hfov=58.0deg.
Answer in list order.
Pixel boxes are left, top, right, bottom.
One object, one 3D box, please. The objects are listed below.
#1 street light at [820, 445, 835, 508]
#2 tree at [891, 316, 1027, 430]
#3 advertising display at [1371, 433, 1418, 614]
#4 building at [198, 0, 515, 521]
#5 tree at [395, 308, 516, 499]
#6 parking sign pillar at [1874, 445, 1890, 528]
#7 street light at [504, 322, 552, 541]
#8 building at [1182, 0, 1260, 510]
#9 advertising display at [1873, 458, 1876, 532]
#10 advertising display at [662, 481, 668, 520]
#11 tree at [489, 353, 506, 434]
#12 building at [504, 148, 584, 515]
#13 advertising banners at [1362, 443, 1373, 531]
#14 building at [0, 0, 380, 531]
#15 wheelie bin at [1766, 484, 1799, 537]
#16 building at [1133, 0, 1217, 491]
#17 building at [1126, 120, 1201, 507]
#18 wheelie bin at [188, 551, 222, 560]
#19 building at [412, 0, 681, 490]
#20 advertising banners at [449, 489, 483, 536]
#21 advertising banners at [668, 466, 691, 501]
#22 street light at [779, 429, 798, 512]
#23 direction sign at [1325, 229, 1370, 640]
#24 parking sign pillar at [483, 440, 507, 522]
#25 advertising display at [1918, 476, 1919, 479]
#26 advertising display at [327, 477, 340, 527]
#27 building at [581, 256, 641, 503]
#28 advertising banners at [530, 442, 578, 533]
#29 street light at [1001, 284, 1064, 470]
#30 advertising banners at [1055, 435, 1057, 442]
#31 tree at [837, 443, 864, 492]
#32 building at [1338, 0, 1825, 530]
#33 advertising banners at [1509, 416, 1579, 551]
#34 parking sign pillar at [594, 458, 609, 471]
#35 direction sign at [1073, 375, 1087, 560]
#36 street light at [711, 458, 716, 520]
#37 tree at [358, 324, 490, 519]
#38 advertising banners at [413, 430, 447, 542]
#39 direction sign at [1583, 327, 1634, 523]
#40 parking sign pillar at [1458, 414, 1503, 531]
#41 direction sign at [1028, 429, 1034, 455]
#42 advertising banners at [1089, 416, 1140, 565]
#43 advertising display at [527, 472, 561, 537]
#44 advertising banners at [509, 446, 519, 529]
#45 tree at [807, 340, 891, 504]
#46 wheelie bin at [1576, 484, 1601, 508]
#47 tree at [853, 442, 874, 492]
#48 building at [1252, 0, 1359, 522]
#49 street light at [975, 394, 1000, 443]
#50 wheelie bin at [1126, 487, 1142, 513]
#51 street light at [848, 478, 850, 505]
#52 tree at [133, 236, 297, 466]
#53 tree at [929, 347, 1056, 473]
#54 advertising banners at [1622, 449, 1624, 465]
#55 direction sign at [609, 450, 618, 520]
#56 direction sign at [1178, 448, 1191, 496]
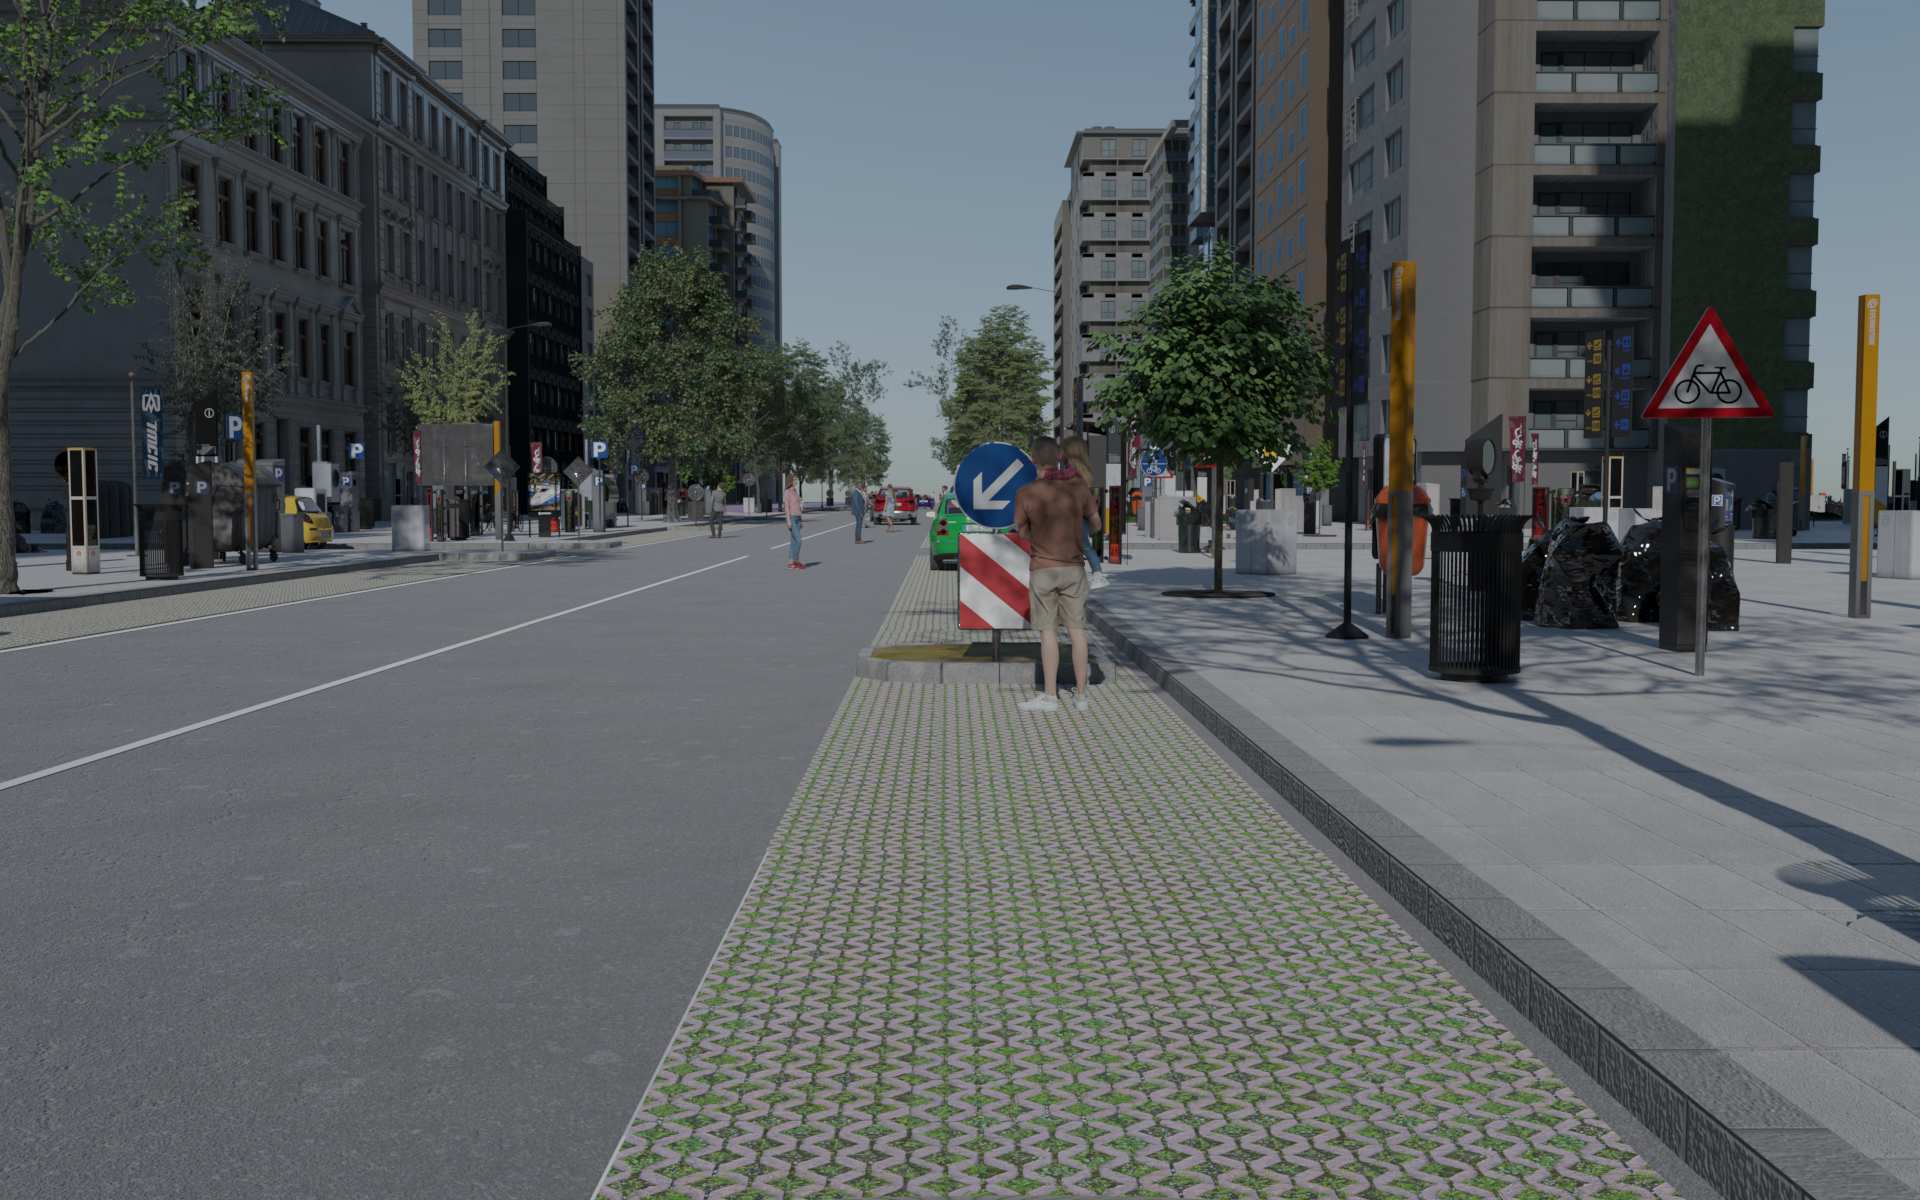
[{"bbox_3d":[-12.459,-11.658,163.147,1.470,5.913,1.316,0,4,0],"label":"street light"},{"bbox_3d":[0.770,-20.090,184.363,12.611,20.169,13.585,0,3,0],"label":"tree"},{"bbox_3d":[4.713,-0.830,18.783,0.123,1.923,0.974,3,4,36],"label":"advertising display"},{"bbox_3d":[-33.002,-18.082,92.910,12.463,27.353,25.104,0,4,0],"label":"building"},{"bbox_3d":[-19.618,-7.177,67.713,4.737,8.622,4.395,0,3,0],"label":"tree"},{"bbox_3d":[34.629,-4.712,65.516,1.447,3.967,1.447,0,4,2],"label":"parking sign pillar"},{"bbox_3d":[-11.719,-4.550,46.933,1.470,5.913,1.316,0,4,0],"label":"street light"},{"bbox_3d":[25.937,-41.096,110.180,20.563,71.187,20.611,0,4,0],"label":"building"},{"bbox_3d":[16.254,-1.576,30.977,0.123,1.923,0.974,2,4,31],"label":"advertising display"},{"bbox_3d":[-14.379,-4.896,85.255,0.123,1.923,0.974,1,4,18],"label":"advertising display"},{"bbox_3d":[-23.618,-8.116,83.065,4.360,8.622,3.978,0,3,0],"label":"tree"},{"bbox_3d":[-32.565,-17.357,113.465,12.332,23.373,15.834,0,4,0],"label":"building"},{"bbox_3d":[14.323,-3.950,60.762,0.090,3.025,2.074,2,4,26],"label":"advertising banners"},{"bbox_3d":[-32.545,-14.298,69.925,11.583,22.565,21.152,0,4,0],"label":"building"},{"bbox_3d":[24.806,-2.717,52.330,0.980,1.594,0.693,-1,4,-14],"label":"wheelie bin"},{"bbox_3d":[27.248,-50.708,141.739,22.319,86.520,31.000,0,4,0],"label":"building"},{"bbox_3d":[31.715,-29.344,171.661,32.217,40.220,23.993,0,4,0],"label":"building"},{"bbox_3d":[-14.792,-1.599,34.054,0.693,1.594,0.980,0,4,-7],"label":"wheelie bin"},{"bbox_3d":[-36.837,-44.093,159.174,20.563,71.187,20.611,0,4,0],"label":"building"},{"bbox_3d":[-15.383,-3.489,53.238,2.074,3.025,0.090,3,4,37],"label":"advertising banners"},{"bbox_3d":[-16.258,-6.449,101.623,2.074,3.025,0.090,-3,5,-42],"label":"advertising banners"},{"bbox_3d":[-12.163,-9.193,122.843,1.470,5.913,1.316,0,4,0],"label":"street light"},{"bbox_3d":[3.454,-1.428,15.345,0.379,3.537,0.876,0,4,-5],"label":"direction sign"},{"bbox_3d":[-21.078,-5.542,79.090,1.447,3.967,1.447,1,4,11],"label":"parking sign pillar"},{"bbox_3d":[33.754,-3.368,60.276,0.974,1.923,0.123,-1,4,-13],"label":"advertising display"},{"bbox_3d":[-23.762,-3.718,66.001,0.974,1.923,0.123,1,4,16],"label":"advertising display"},{"bbox_3d":[-41.314,-17.793,135.950,27.650,21.520,28.899,0,4,0],"label":"building"},{"bbox_3d":[-13.580,-3.773,57.874,2.074,3.025,0.090,2,4,31],"label":"advertising banners"},{"bbox_3d":[1.724,-4.034,38.504,1.470,5.913,1.316,0,4,0],"label":"street light"},{"bbox_3d":[2.724,-3.334,50.691,0.090,3.025,2.074,1,4,10],"label":"advertising banners"},{"bbox_3d":[-14.702,-17.028,228.767,4.360,8.622,3.978,0,3,0],"label":"tree"},{"bbox_3d":[23.357,-23.473,67.373,14.086,41.232,14.154,0,4,0],"label":"building"},{"bbox_3d":[12.873,-2.576,38.308,0.090,3.025,2.074,-2,4,-27],"label":"advertising banners"},{"bbox_3d":[-22.420,-7.366,108.902,1.447,3.967,1.447,2,4,28],"label":"parking sign pillar"},{"bbox_3d":[2.280,-2.538,33.489,0.379,3.537,0.876,0,4,-7],"label":"direction sign"},{"bbox_3d":[-11.946,-7.015,87.239,1.470,5.913,1.316,0,4,0],"label":"street light"},{"bbox_3d":[-23.395,-7.588,74.430,4.360,8.622,3.978,0,3,0],"label":"tree"},{"bbox_3d":[-14.309,-3.088,46.678,0.090,3.025,2.074,-3,4,-38],"label":"advertising banners"},{"bbox_3d":[8.944,-1.955,23.958,0.379,3.537,0.876,-2,4,-23],"label":"direction sign"},{"bbox_3d":[17.552,-4.272,58.326,1.447,3.967,1.447,-1,4,-12],"label":"parking sign pillar"},{"bbox_3d":[2.498,-4.214,60.896,0.379,3.537,0.876,0,4,-8],"label":"direction sign"},{"bbox_3d":[2.834,-2.168,31.643,0.090,3.025,2.074,-1,4,-21],"label":"advertising banners"},{"bbox_3d":[-12.298,-2.815,51.247,0.974,1.923,0.123,-1,4,-14],"label":"advertising display"},{"bbox_3d":[-16.421,-4.126,63.650,0.090,3.025,2.074,0,4,-5],"label":"advertising banners"},{"bbox_3d":[-14.863,-22.042,216.273,12.611,20.169,13.585,0,3,0],"label":"tree"},{"bbox_3d":[19.976,-2.873,54.878,0.980,1.594,0.693,3,4,36],"label":"wheelie bin"},{"bbox_3d":[-13.731,-17.768,240.866,4.737,8.622,4.395,0,3,0],"label":"tree"},{"bbox_3d":[22.783,-26.635,85.589,14.600,45.320,14.200,0,4,0],"label":"building"},{"bbox_3d":[1.413,-6.617,80.733,1.470,5.913,1.316,0,4,0],"label":"street light"},{"bbox_3d":[8.319,-4.538,82.106,0.693,1.594,0.980,3,5,45],"label":"wheelie bin"},{"bbox_3d":[-12.710,-14.288,206.143,1.470,5.913,1.316,0,4,0],"label":"street light"},{"bbox_3d":[-21.883,-6.105,50.186,4.360,8.622,3.978,0,3,0],"label":"tree"},{"bbox_3d":[2.772,-13.054,130.435,9.611,12.733,9.660,0,3,0],"label":"tree"},{"bbox_3d":[23.074,-3.926,60.377,0.090,3.025,2.074,1,4,22],"label":"advertising banners"},{"bbox_3d":[-17.253,-5.769,86.316,0.379,3.537,0.876,-3,4,-39],"label":"direction sign"},{"bbox_3d":[7.913,-4.229,61.148,0.379,3.537,0.876,-1,4,-22],"label":"direction sign"}]
